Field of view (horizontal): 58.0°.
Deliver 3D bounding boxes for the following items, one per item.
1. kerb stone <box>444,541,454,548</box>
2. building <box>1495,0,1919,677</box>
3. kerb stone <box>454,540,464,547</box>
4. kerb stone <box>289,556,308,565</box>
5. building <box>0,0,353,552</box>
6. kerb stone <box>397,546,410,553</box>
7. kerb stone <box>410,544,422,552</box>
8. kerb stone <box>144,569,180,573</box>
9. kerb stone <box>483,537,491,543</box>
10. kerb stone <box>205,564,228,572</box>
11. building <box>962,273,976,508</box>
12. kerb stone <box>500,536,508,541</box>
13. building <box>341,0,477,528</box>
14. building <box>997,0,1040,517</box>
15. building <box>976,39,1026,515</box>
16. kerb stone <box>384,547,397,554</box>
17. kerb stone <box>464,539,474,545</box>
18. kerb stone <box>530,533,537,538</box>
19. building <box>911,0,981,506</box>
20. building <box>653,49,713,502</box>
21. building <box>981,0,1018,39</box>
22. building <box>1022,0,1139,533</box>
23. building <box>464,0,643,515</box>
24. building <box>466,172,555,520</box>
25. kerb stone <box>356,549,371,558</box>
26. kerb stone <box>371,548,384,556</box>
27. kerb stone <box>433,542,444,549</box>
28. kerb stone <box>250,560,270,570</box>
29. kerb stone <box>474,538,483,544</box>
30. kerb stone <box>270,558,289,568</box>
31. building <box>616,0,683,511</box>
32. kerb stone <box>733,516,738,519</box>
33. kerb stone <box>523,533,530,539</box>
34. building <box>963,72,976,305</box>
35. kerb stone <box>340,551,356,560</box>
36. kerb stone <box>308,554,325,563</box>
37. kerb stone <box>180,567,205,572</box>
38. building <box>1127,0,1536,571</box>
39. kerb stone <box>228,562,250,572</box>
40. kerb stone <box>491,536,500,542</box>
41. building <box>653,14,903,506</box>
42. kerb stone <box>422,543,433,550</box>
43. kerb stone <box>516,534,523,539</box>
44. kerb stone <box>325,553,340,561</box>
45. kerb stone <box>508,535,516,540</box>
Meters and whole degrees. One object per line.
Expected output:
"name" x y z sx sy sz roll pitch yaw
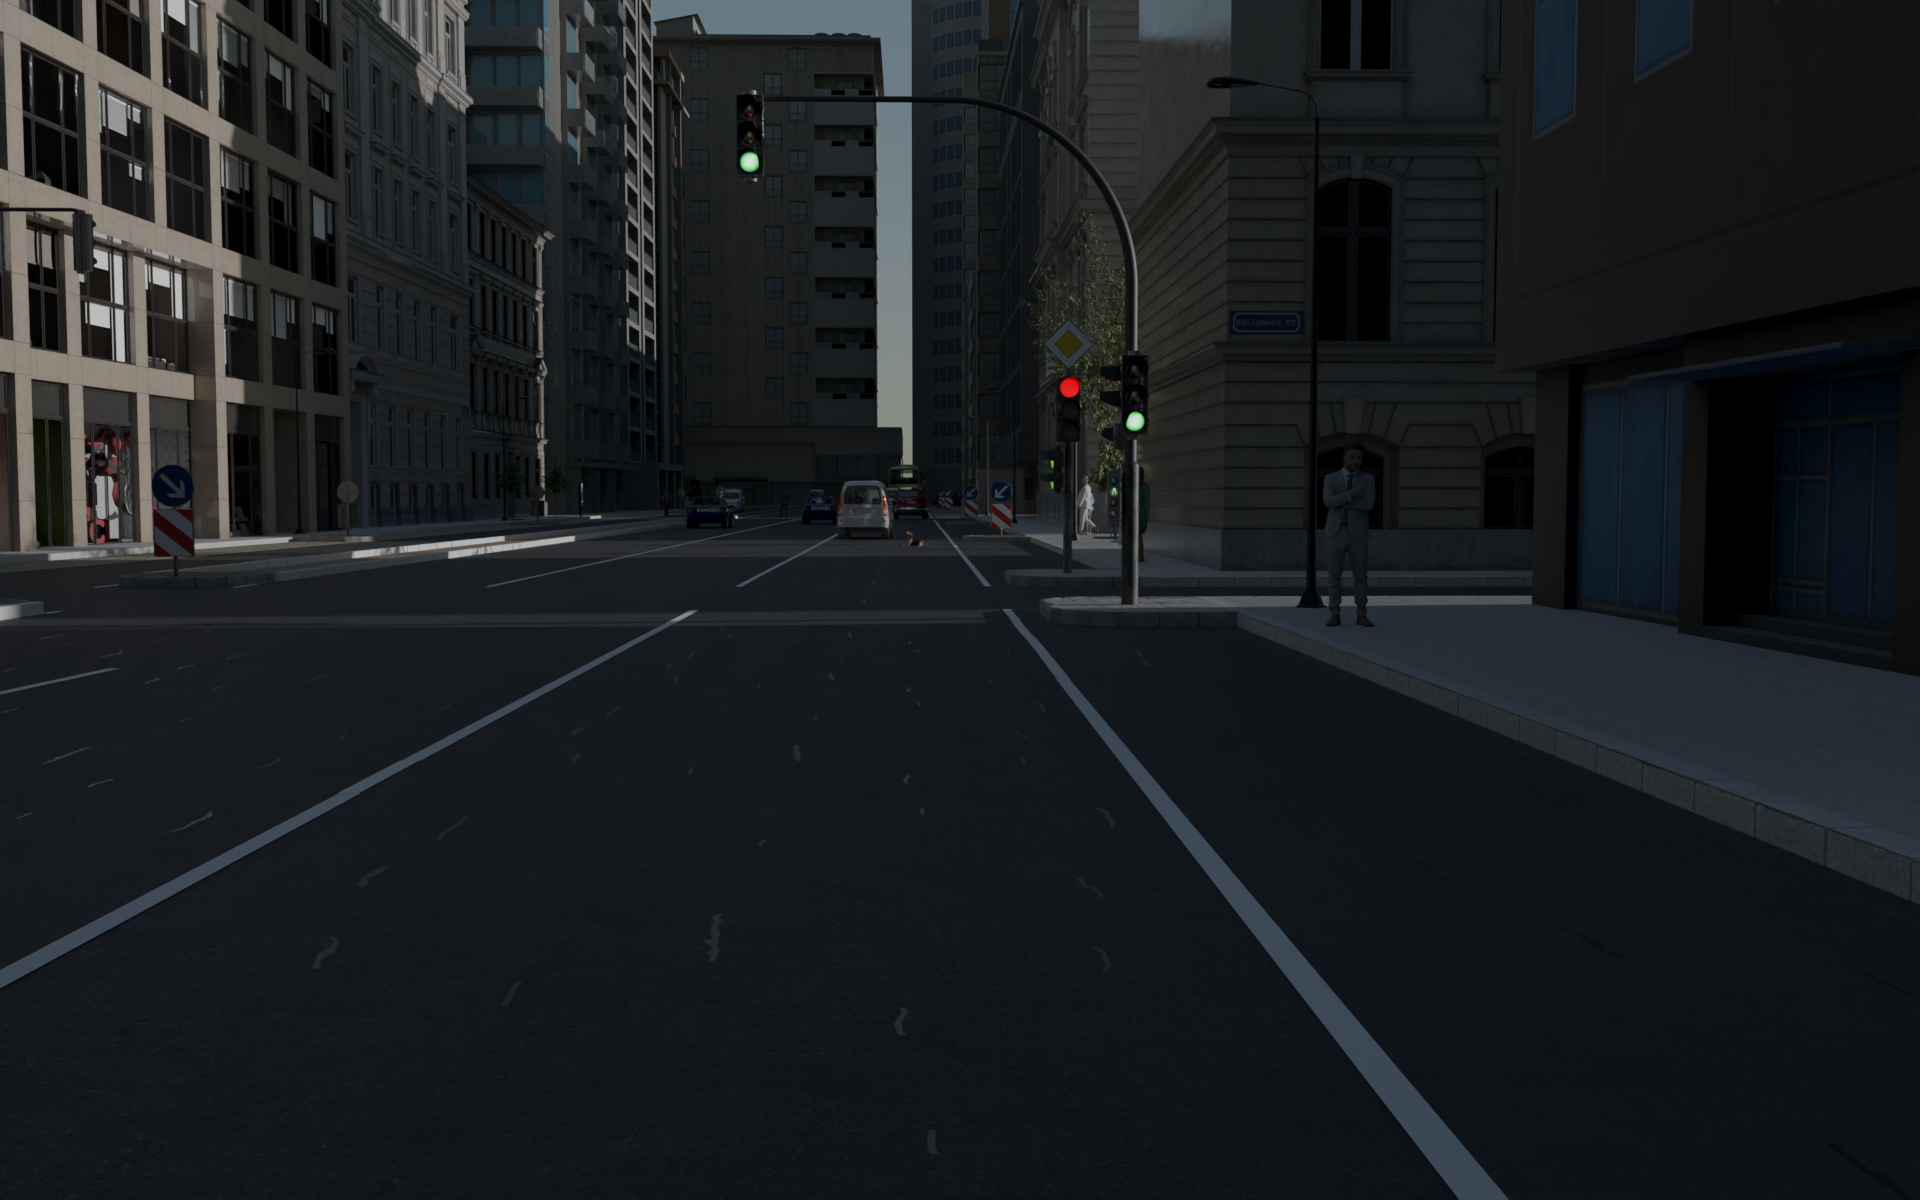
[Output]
"kerb stone" -13.760 -1.469 46.213 0.120 0.150 1.000 0 4 -2
"building" 13.392 -22.152 12.298 14.600 45.320 14.200 0 4 -2
"kerb stone" -13.777 -1.532 47.242 0.120 0.150 1.000 0 4 -2
"kerb stone" -13.446 -0.775 34.927 0.120 0.150 1.000 0 4 -2
"building" -30.665 -14.609 43.377 19.350 26.468 34.151 0 4 -2
"kerb stone" -13.647 -1.218 42.110 0.120 0.150 1.000 0 4 -2
"kerb stone" -13.670 -1.278 43.138 0.120 0.150 1.000 0 4 -2
"kerb stone" -13.289 -0.403 28.788 0.120 0.150 1.000 0 4 -2
"kerb stone" -13.869 -1.715 50.310 0.120 0.150 1.000 0 4 -2
"kerb stone" -13.342 -0.525 30.832 0.120 0.150 1.000 0 4 -2
"building" 14.358 -18.694 150.687 27.650 21.520 28.899 0 4 -2
"kerb stone" -13.924 -1.843 52.360 0.120 0.150 1.000 0 4 -2
"building" -28.942 -17.454 71.284 13.634 28.700 20.117 0 4 -2
"building" 9.572 -18.189 90.899 14.314 27.812 24.014 0 4 -2
"building" 7.976 -20.949 114.216 14.160 30.474 14.107 0 4 -2
"kerb stone" -13.620 -1.156 41.088 0.120 0.150 1.000 0 4 -2
"kerb stone" -13.810 -1.594 48.263 0.120 0.150 1.000 0 4 -2
"kerb stone" -14.037 -2.097 56.477 0.120 0.150 1.000 0 4 -2
"building" 8.628 -40.070 197.143 28.212 58.520 21.231 0 4 -2
"building" -39.619 -31.295 166.294 28.867 44.769 22.147 0 4 -2
"building" 8.703 -29.238 128.160 14.600 45.320 14.200 0 4 -2
"building" 9.997 -17.110 67.139 14.401 28.519 23.554 0 4 -2
"building" -34.917 -30.418 116.944 23.786 49.044 30.456 0 4 -2
"building" -28.518 -13.861 91.261 10.561 19.102 19.286 0 4 -2
"kerb stone" -13.558 -1.029 39.026 0.120 0.150 1.000 0 4 -2
"kerb stone" -13.590 -1.092 40.055 0.120 0.150 1.000 0 4 -2
"kerb stone" -13.726 -1.403 45.185 0.120 0.150 1.000 0 4 -2
"kerb stone" -13.403 -0.654 32.882 0.120 0.150 1.000 0 4 -2
"kerb stone" -13.839 -1.657 49.288 0.120 0.150 1.000 0 4 -2
"kerb stone" -13.425 -0.716 33.904 0.120 0.150 1.000 0 4 -2
"building" -33.844 -43.030 141.792 20.563 71.187 20.611 0 4 -2
"kerb stone" -13.166 -4.858 101.673 0.120 0.150 1.000 0 4 -2
"kerb stone" -14.014 -2.032 55.450 0.120 0.150 1.000 0 4 -2
"building" 7.220 -29.853 171.694 14.154 41.232 14.086 0 4 -2
"kerb stone" -13.530 -0.964 37.999 0.120 0.150 1.000 0 4 -2
"kerb stone" -13.474 -0.841 35.952 0.120 0.150 1.000 0 4 -2
"kerb stone" -13.305 -0.459 29.811 0.120 0.150 1.000 0 4 -2
"building" 21.144 -13.131 33.774 34.723 24.649 14.460 0 4 -2
"kerb stone" -13.368 -0.587 31.861 0.120 0.150 1.000 0 4 -2
"kerb stone" -13.894 -1.782 51.332 0.120 0.150 1.000 0 4 -2
"building" -20.431 -37.354 199.975 27.495 52.752 28.713 0 4 -2
"kerb stone" -13.695 -1.343 44.159 0.120 0.150 1.000 0 4 -2
"kerb stone" -13.979 -1.971 54.415 0.120 0.150 1.000 0 4 -2
"kerb stone" -13.511 -0.900 36.976 0.120 0.150 1.000 0 4 -2
"kerb stone" -13.956 -1.904 53.394 0.120 0.150 1.000 0 4 -2
